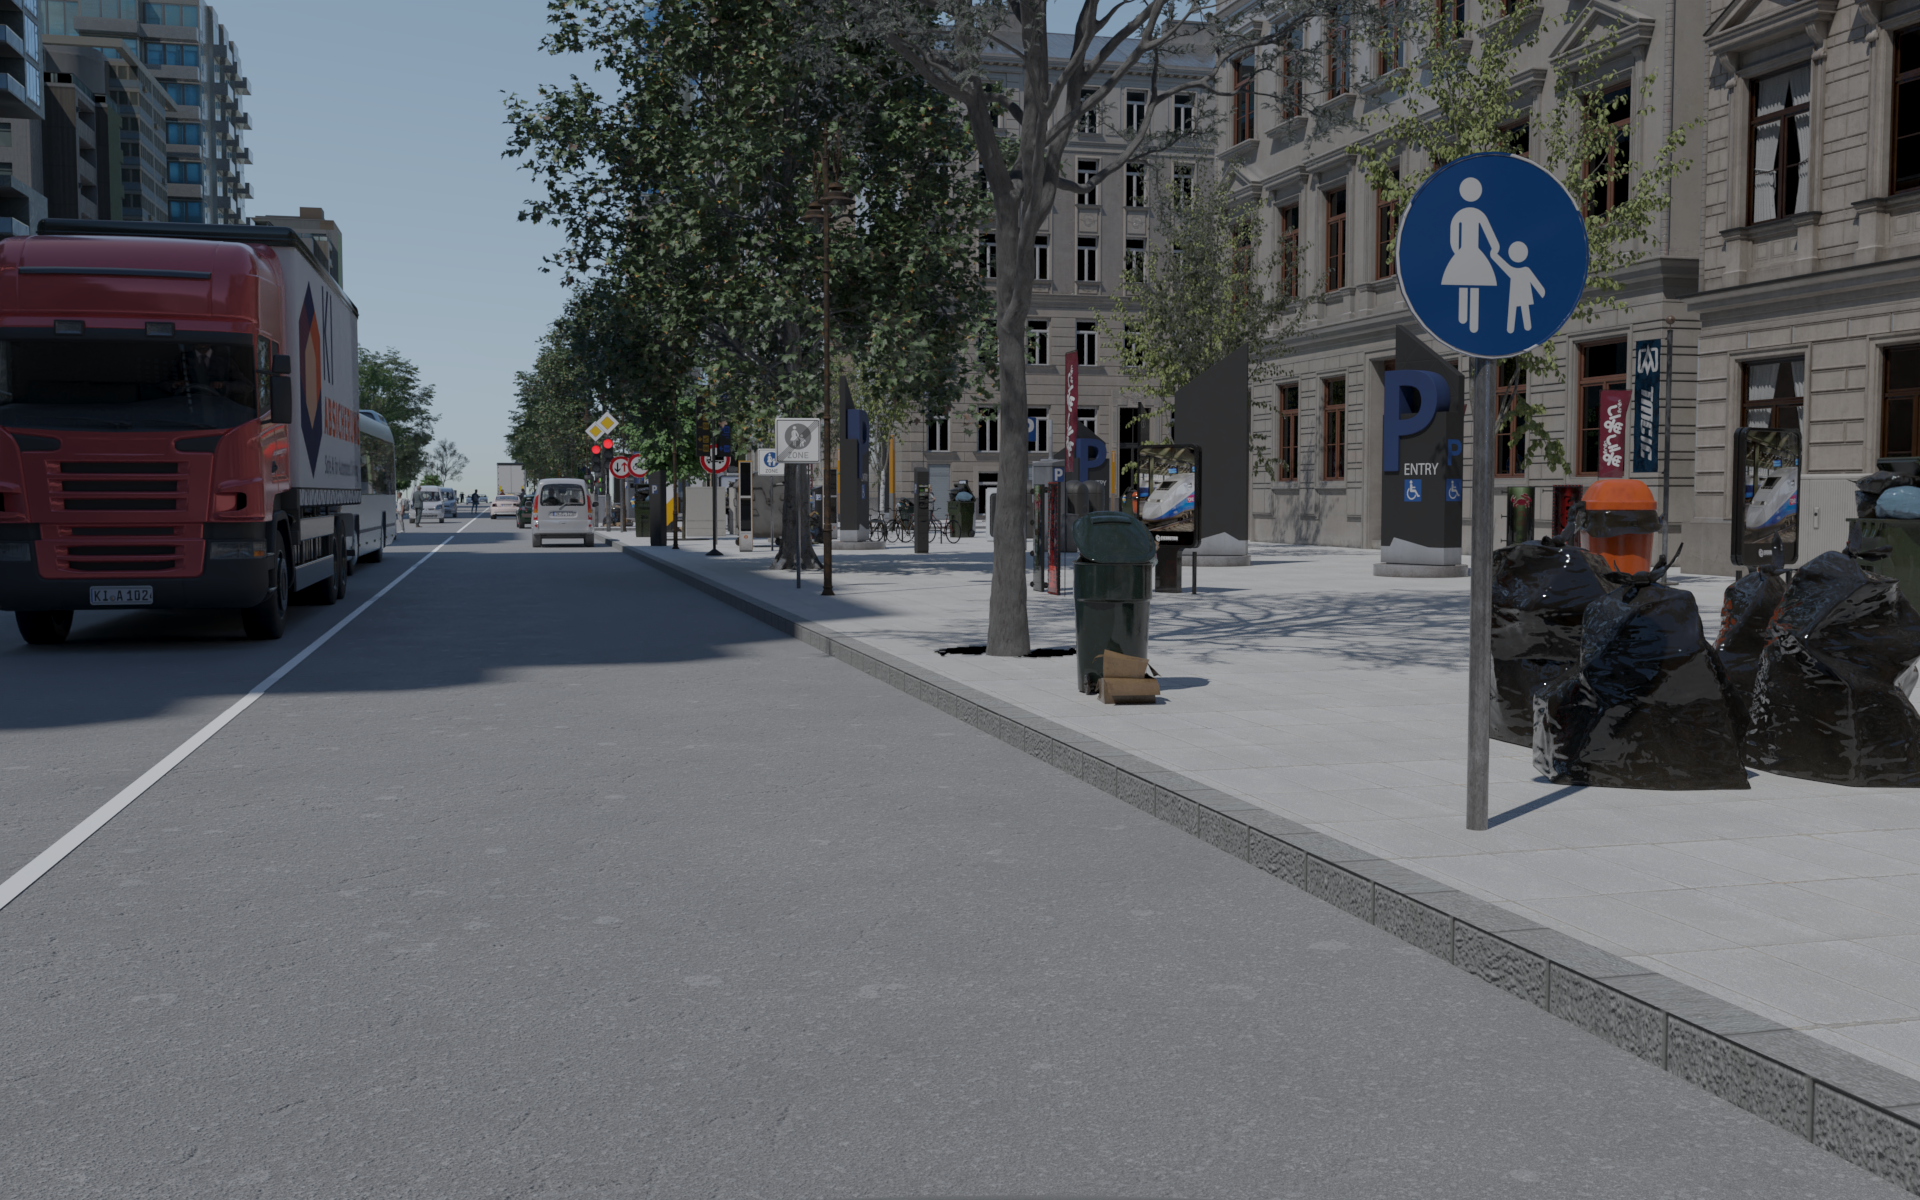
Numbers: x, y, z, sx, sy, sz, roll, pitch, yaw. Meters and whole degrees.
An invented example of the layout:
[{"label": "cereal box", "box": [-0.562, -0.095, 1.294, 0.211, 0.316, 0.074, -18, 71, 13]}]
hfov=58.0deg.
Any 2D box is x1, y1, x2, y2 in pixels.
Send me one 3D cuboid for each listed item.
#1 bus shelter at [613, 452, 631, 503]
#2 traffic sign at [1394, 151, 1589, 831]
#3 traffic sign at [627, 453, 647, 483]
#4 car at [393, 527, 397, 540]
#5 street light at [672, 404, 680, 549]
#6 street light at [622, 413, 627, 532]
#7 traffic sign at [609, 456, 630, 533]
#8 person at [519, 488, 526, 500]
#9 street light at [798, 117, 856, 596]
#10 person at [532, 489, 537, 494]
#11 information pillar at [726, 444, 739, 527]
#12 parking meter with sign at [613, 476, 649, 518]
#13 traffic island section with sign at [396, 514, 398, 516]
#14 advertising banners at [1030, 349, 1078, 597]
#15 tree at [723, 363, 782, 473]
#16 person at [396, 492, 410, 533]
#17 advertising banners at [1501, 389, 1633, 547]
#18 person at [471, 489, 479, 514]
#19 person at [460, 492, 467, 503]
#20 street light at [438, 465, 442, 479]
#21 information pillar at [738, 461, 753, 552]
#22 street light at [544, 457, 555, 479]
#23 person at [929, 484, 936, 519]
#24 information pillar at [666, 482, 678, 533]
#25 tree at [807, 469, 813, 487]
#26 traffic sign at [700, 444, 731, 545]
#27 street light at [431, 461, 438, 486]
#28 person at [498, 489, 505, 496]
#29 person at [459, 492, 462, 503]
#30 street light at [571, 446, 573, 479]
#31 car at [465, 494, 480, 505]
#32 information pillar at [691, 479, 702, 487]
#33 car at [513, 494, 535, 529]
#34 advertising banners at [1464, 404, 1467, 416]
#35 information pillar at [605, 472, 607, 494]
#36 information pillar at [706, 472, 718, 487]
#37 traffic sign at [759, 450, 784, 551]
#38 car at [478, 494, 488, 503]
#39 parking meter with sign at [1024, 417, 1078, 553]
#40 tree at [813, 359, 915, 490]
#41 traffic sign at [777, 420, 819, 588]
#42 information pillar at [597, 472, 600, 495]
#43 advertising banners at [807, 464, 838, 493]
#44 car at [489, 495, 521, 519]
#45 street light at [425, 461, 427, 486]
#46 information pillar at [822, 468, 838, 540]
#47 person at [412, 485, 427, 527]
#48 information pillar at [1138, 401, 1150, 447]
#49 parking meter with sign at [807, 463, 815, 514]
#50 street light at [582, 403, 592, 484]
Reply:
[{"label": "bus shelter", "box": [-19.262, -6.636, 99.785, 1.731, 3.624, 6.357, -1, 4, -15]}, {"label": "traffic sign", "box": [1.981, -0.395, 6.559, 0.768, 2.556, 0.104, -1, 4, -9]}, {"label": "traffic sign", "box": [-9.965, -3.293, 53.952, 0.768, 2.556, 0.104, 0, 4, -6]}, {"label": "car", "box": [-18.311, -2.486, 53.010, 2.083, 1.381, 4.827, -1, 4, -15]}, {"label": "street light", "box": [-6.628, -4.122, 40.185, 0.468, 5.910, 1.993, -1, 4, -15]}, {"label": "street light", "box": [-11.396, -5.252, 58.660, 0.468, 5.910, 1.993, -1, 4, -15]}, {"label": "traffic sign", "box": [-11.265, -3.516, 57.593, 0.768, 2.556, 0.104, -1, 4, -14]}, {"label": "person", "box": [-27.669, -6.139, 109.145, 0.573, 1.790, 0.520, 1, 4, 17]}, {"label": "street light", "box": [-1.673, -2.995, 21.759, 0.468, 5.910, 1.993, -1, 4, -15]}, {"label": "person", "box": [-27.604, -6.341, 112.448, 0.793, 1.790, 0.793, 2, 4, 31]}, {"label": "information pillar", "box": [-8.921, -4.684, 67.932, 0.504, 3.616, 0.183, -2, 4, -33]}, {"label": "parking meter with sign", "box": [-15.385, -5.203, 81.333, 1.738, 3.016, 0.543, -2, 4, -32]}, {"label": "traffic island section with sign", "box": [-37.365, -6.333, 112.165, 1.989, 1.847, 2.006, -1, 4, -15]}, {"label": "advertising banners", "box": [1.194, -1.581, 22.030, 0.090, 3.025, 2.074, -1, 4, -12]}, {"label": "tree", "box": [-8.494, -7.886, 79.292, 4.737, 8.622, 4.395, 0, 3, 0]}, {"label": "person", "box": [-20.738, -3.255, 64.322, 0.503, 1.515, 0.523, 1, 4, 20]}, {"label": "advertising banners", "box": [10.198, -2.016, 29.143, 2.074, 3.025, 0.090, 1, 4, 9]}, {"label": "person", "box": [-34.633, -7.026, 123.726, 0.623, 1.781, 0.721, 0, 4, -2]}, {"label": "person", "box": [-81.181, -16.784, 282.933, 1.348, 1.822, 0.705, -3, 5, -43]}, {"label": "street light", "box": [-77.045, -17.290, 255.472, 0.468, 5.910, 1.993, -1, 4, -15]}, {"label": "information pillar", "box": [-4.742, -2.072, 38.363, 0.304, 2.012, 0.304, 0, 4, -6]}, {"label": "street light", "box": [-37.046, -11.215, 156.149, 0.468, 5.910, 1.993, -1, 4, -15]}, {"label": "person", "box": [-1.078, -3.428, 64.732, 0.526, 1.800, 0.537, 3, 5, 40]}, {"label": "information pillar", "box": [-9.592, -4.045, 57.486, 0.504, 3.616, 0.183, 2, 4, 25]}, {"label": "tree", "box": [-6.517, -8.233, 84.971, 4.360, 8.622, 3.978, 0, 3, 0]}, {"label": "traffic sign", "box": [-6.179, -2.672, 43.789, 0.768, 2.556, 0.104, -1, 4, -9]}, {"label": "street light", "box": [-72.067, -16.137, 236.632, 0.468, 5.910, 1.993, -1, 4, -15]}, {"label": "person", "box": [-38.631, -8.434, 146.362, 0.705, 1.831, 1.348, 3, 5, 43]}, {"label": "person", "box": [-83.283, -17.170, 289.219, 1.348, 1.826, 0.705, 3, 4, 37]}, {"label": "street light", "box": [-22.610, -7.834, 100.881, 0.468, 5.910, 1.993, -1, 4, -15]}, {"label": "car", "box": [-66.154, -13.650, 235.181, 2.014, 1.417, 4.499, -1, 4, -15]}, {"label": "information pillar", "box": [-19.479, -8.339, 127.702, 0.504, 3.616, 0.183, 3, 5, 43]}, {"label": "car", "box": [-17.826, -3.876, 73.164, 2.009, 1.686, 4.222, -1, 4, -16]}, {"label": "advertising banners", "box": [8.950, -2.265, 33.216, 2.074, 3.025, 0.090, -2, 4, -29]}, {"label": "information pillar", "box": [-15.423, -5.158, 75.689, 0.183, 3.616, 0.504, -1, 4, -19]}, {"label": "information pillar", "box": [-8.306, -3.280, 58.112, 0.304, 2.012, 0.304, -3, 4, -38]}, {"label": "traffic sign", "box": [-4.264, -2.271, 39.267, 0.606, 2.300, 0.079, 0, 4, -5]}, {"label": "car", "box": [-76.823, -16.292, 278.379, 2.014, 1.417, 4.499, -1, 4, -16]}, {"label": "parking meter with sign", "box": [1.971, -2.588, 38.575, 0.543, 3.016, 1.738, -3, 4, -36]}, {"label": "tree", "box": [-3.459, -7.426, 71.780, 4.360, 8.622, 3.978, 0, 3, 0]}, {"label": "traffic sign", "box": [-2.193, -1.304, 23.456, 0.606, 2.300, 0.079, -1, 4, -10]}, {"label": "information pillar", "box": [-24.722, -7.766, 118.321, 0.504, 3.616, 0.183, 0, 4, 6]}, {"label": "advertising banners", "box": [-7.171, -5.761, 90.382, 2.074, 3.025, 0.090, -1, 4, -18]}, {"label": "car", "box": [-26.028, -5.338, 99.630, 2.083, 1.381, 4.827, -1, 4, -14]}, {"label": "street light", "box": [-67.242, -15.008, 218.165, 0.468, 5.910, 1.993, -1, 4, -15]}, {"label": "information pillar", "box": [-3.658, -2.711, 48.811, 0.304, 2.012, 0.304, 3, 5, 42]}, {"label": "person", "box": [-23.285, -4.038, 74.694, 0.661, 1.801, 0.590, 2, 4, 30]}, {"label": "information pillar", "box": [4.654, -3.220, 44.002, 0.183, 3.616, 0.504, 2, 4, 35]}, {"label": "parking meter with sign", "box": [-6.193, -4.441, 68.879, 0.543, 3.016, 1.738, -1, 4, -17]}, {"label": "street light", "box": [-17.688, -6.689, 82.148, 0.468, 5.910, 1.993, -1, 4, -15]}]
